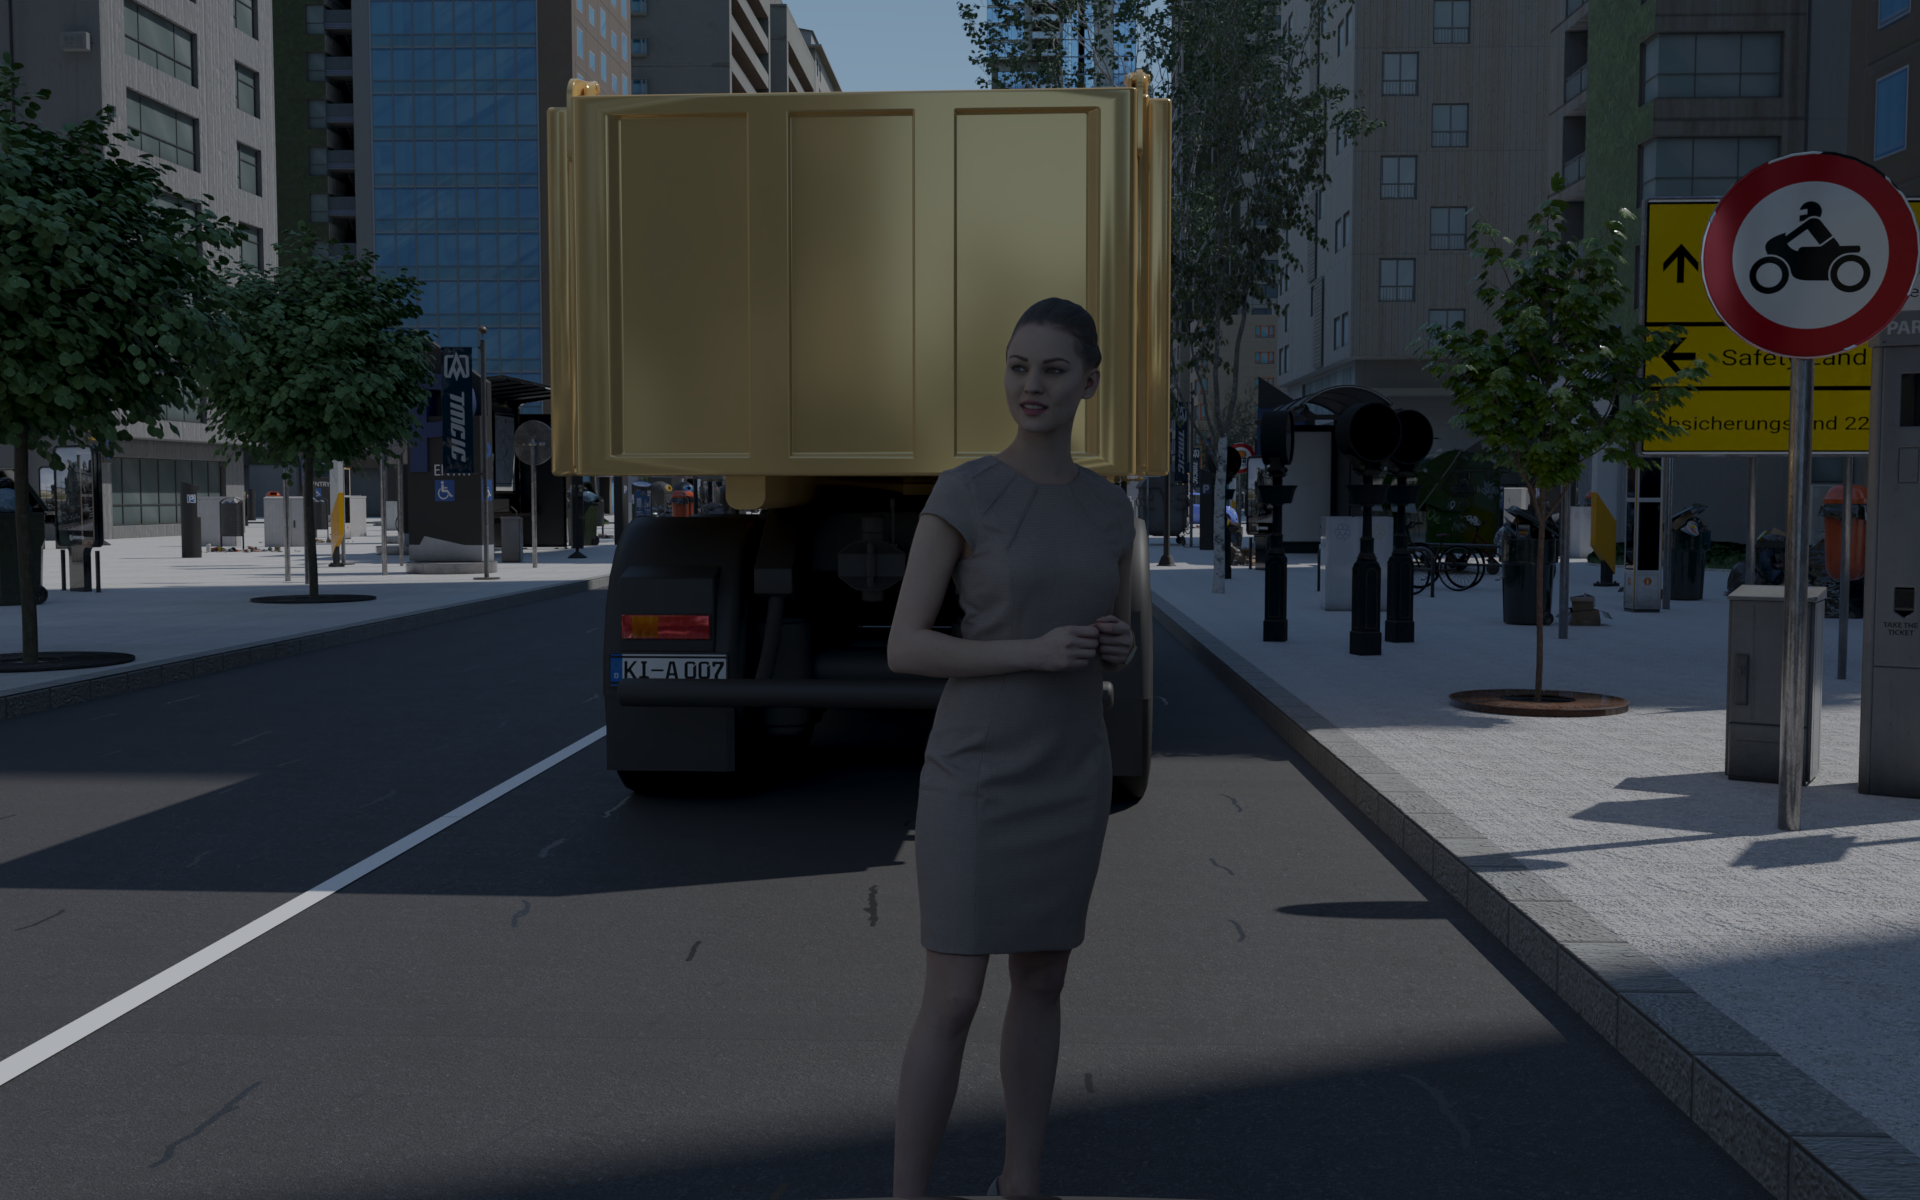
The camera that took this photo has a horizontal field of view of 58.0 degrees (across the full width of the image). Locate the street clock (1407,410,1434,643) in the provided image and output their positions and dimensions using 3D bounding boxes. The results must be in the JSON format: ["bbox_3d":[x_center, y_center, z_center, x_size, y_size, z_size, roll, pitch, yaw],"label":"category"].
[{"bbox_3d":[3.812,-0.636,14.964,0.471,2.002,0.358,-1,4,-14],"label":"street clock"}]

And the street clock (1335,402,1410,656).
[{"bbox_3d":[3.239,-0.563,13.776,0.471,2.002,0.358,-1,4,-16],"label":"street clock"}]

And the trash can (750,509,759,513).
[{"bbox_3d":[-13.887,-6.448,117.071,0.748,1.137,0.748,0,3,0],"label":"trash can"}]

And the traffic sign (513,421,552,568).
[{"bbox_3d":[-7.396,-1.832,30.058,0.768,2.556,0.104,0,4,8],"label":"traffic sign"}]

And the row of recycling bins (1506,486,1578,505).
[{"bbox_3d":[29.228,-4.917,87.505,3.534,1.692,1.069,2,4,24],"label":"row of recycling bins"}]

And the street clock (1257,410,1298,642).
[{"bbox_3d":[2.753,-0.642,15.059,0.358,2.002,0.471,1,4,20],"label":"street clock"}]

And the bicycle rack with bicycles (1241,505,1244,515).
[{"bbox_3d":[18.678,-5.635,105.516,2.852,0.926,2.925,-3,5,-45],"label":"bicycle rack with bicycles"}]

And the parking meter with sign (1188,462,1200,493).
[{"bbox_3d":[13.334,-6.017,94.636,1.738,3.016,0.543,3,5,39],"label":"parking meter with sign"}]

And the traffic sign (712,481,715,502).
[{"bbox_3d":[-7.361,-3.162,51.797,0.768,2.556,0.104,1,4,11],"label":"traffic sign"}]

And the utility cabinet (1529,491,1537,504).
[{"bbox_3d":[23.011,-3.731,69.686,0.318,1.500,1.173,-2,4,-26],"label":"utility cabinet"}]

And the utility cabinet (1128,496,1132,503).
[{"bbox_3d":[4.757,-2.574,53.249,1.020,1.237,0.306,1,4,17],"label":"utility cabinet"}]

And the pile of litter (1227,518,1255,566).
[{"bbox_3d":[5.193,-1.077,31.582,1.176,0.858,1.719,2,4,23],"label":"pile of litter"}]

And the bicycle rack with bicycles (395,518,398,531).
[{"bbox_3d":[-16.645,-2.635,56.469,2.925,0.926,2.852,3,5,42],"label":"bicycle rack with bicycles"}]

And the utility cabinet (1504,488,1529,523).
[{"bbox_3d":[19.287,-3.191,60.844,0.318,1.500,1.173,-3,4,-36],"label":"utility cabinet"}]

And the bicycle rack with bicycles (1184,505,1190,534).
[{"bbox_3d":[7.517,-2.614,56.129,2.852,0.926,2.925,0,4,6],"label":"bicycle rack with bicycles"}]

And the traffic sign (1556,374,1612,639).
[{"bbox_3d":[5.351,-0.929,15.289,0.768,2.556,0.104,1,4,10],"label":"traffic sign"}]

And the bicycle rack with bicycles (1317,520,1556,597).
[{"bbox_3d":[5.972,-0.583,22.921,2.852,0.926,2.925,-3,4,-39],"label":"bicycle rack with bicycles"}]

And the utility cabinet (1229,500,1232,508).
[{"bbox_3d":[12.583,-4.423,83.473,1.020,1.237,0.306,2,4,35],"label":"utility cabinet"}]

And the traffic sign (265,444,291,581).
[{"bbox_3d":[-9.887,-1.547,25.402,0.768,2.556,0.104,0,4,7],"label":"traffic sign"}]

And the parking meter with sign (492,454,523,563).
[{"bbox_3d":[-9.103,-2.213,32.442,1.738,3.016,0.543,0,4,-5],"label":"parking meter with sign"}]

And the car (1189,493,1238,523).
[{"bbox_3d":[10.125,-3.984,74.723,3.694,1.707,1.945,0,4,0],"label":"car"}]

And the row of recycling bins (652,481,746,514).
[{"bbox_3d":[-8.802,-3.095,57.713,3.534,1.692,1.069,-2,4,-35],"label":"row of recycling bins"}]

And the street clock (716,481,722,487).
[{"bbox_3d":[-12.375,-5.165,89.016,0.358,2.002,0.471,-1,4,-21],"label":"street clock"}]

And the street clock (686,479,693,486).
[{"bbox_3d":[-10.324,-3.822,67.053,0.471,2.002,0.358,2,4,25],"label":"street clock"}]

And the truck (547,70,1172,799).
[{"bbox_3d":[-0.110,-0.972,11.823,3.469,3.379,9.791,0,4,4],"label":"truck"}]

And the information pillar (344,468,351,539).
[{"bbox_3d":[-17.484,-2.726,49.068,0.304,2.012,0.304,1,4,18],"label":"information pillar"}]

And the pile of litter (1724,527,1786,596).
[{"bbox_3d":[10.505,-0.488,21.945,1.719,0.858,1.176,0,4,4],"label":"pile of litter"}]

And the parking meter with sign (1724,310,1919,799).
[{"bbox_3d":[4.229,-0.677,7.327,1.738,3.016,0.543,2,4,33],"label":"parking meter with sign"}]

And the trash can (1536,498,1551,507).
[{"bbox_3d":[21.193,-3.157,63.277,0.748,1.137,0.748,0,3,0],"label":"trash can"}]

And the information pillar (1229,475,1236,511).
[{"bbox_3d":[14.186,-6.041,90.130,0.183,3.616,0.504,-2,4,-29],"label":"information pillar"}]

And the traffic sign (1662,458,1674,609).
[{"bbox_3d":[7.867,-1.169,19.218,0.768,2.556,0.104,1,4,11],"label":"traffic sign"}]

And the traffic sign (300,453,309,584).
[{"bbox_3d":[-9.282,-1.502,24.554,0.884,2.594,0.081,0,4,4],"label":"traffic sign"}]

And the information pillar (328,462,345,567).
[{"bbox_3d":[-10.954,-2.387,30.388,0.183,3.616,0.504,-3,4,-37],"label":"information pillar"}]

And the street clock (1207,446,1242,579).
[{"bbox_3d":[3.988,-1.321,26.172,0.471,2.002,0.358,-1,4,-17],"label":"street clock"}]

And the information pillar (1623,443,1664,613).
[{"bbox_3d":[7.431,-0.876,18.815,0.304,2.012,0.304,0,3,0],"label":"information pillar"}]

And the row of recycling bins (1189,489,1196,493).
[{"bbox_3d":[18.987,-8.086,139.311,3.534,1.692,1.069,-1,4,-10],"label":"row of recycling bins"}]

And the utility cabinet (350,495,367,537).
[{"bbox_3d":[-18.199,-2.490,51.865,0.306,1.237,1.020,1,4,14],"label":"utility cabinet"}]

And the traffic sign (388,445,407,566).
[{"bbox_3d":[-9.936,-1.880,30.750,0.884,2.594,0.081,0,4,7],"label":"traffic sign"}]

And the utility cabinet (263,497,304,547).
[{"bbox_3d":[-16.384,-1.897,42.176,1.020,1.237,0.306,-1,4,-10],"label":"utility cabinet"}]

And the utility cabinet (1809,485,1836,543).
[{"bbox_3d":[20.285,-1.943,40.449,1.173,1.500,0.318,-1,4,-16],"label":"utility cabinet"}]

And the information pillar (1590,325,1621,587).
[{"bbox_3d":[8.930,-1.993,23.948,0.504,3.616,0.183,-2,4,-35],"label":"information pillar"}]

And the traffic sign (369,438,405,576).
[{"bbox_3d":[-9.069,-1.659,27.228,0.768,2.556,0.104,1,4,9],"label":"traffic sign"}]

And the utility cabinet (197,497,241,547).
[{"bbox_3d":[-18.196,-1.916,42.484,1.020,1.237,0.306,0,4,3],"label":"utility cabinet"}]

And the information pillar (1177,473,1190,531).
[{"bbox_3d":[7.858,-3.455,60.977,0.304,2.012,0.304,-3,4,-37],"label":"information pillar"}]
